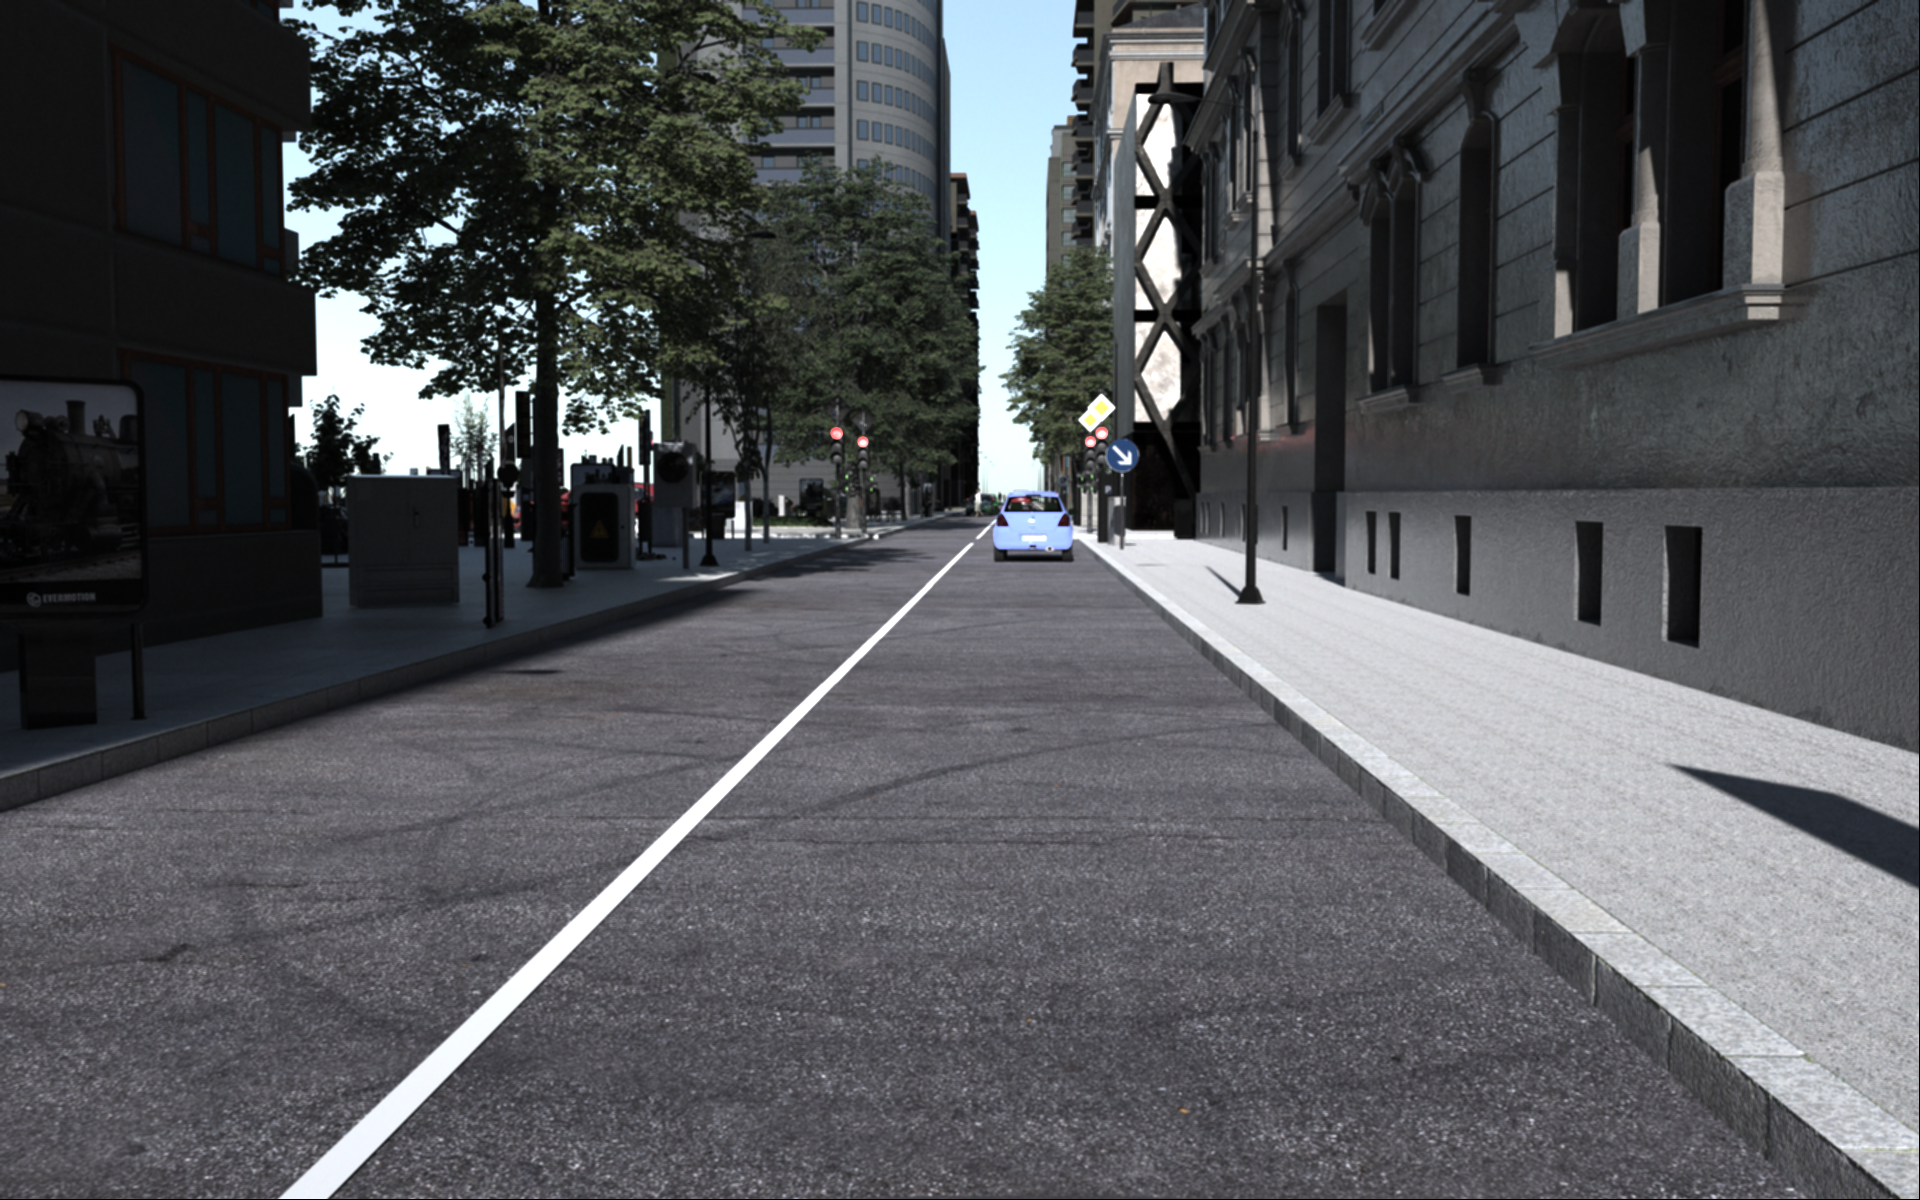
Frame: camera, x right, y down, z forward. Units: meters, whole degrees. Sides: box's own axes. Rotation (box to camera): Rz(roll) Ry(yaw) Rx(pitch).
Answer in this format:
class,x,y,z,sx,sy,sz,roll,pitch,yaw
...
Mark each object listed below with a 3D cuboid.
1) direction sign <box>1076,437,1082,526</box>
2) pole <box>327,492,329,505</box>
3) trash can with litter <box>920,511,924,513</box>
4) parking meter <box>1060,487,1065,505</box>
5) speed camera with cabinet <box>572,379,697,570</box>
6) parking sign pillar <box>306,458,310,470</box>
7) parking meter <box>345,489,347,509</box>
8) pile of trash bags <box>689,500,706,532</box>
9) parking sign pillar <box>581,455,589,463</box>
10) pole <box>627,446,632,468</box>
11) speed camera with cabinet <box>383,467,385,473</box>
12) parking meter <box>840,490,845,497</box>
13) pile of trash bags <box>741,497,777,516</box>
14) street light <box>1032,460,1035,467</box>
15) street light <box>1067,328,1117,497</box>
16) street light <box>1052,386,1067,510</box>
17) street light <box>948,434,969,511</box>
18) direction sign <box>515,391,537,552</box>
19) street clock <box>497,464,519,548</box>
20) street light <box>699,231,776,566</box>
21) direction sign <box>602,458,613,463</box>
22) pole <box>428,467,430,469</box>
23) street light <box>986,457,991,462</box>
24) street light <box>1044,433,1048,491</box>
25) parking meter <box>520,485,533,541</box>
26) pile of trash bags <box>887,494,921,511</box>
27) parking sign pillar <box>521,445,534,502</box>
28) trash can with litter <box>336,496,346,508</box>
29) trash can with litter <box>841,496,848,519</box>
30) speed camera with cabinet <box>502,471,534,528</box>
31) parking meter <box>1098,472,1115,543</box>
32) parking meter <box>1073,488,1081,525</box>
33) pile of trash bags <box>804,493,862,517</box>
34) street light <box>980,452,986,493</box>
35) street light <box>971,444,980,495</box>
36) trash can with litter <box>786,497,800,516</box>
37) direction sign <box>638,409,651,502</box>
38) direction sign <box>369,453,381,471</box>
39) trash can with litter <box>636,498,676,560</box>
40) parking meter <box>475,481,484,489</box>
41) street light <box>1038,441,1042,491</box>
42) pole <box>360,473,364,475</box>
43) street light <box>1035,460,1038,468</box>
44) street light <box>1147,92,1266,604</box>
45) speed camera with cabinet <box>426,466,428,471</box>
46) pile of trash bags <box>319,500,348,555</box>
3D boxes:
class,x,y,z,sx,sy,sz,roll,pitch,yaw
direction sign,4.858,-4.729,69.311,0.379,3.537,0.876,0,4,5
pole,-39.182,-6.930,107.148,0.158,3.312,0.155,0,3,0
trash can with litter,-3.084,-6.552,118.177,2.233,1.210,1.678,-2,4,-24
parking meter,6.782,-6.601,113.629,0.399,1.863,0.255,-2,4,-31
speed camera with cabinet,-5.553,-2.154,29.560,2.038,3.252,0.660,0,4,-1
parking sign pillar,-43.800,-7.865,117.062,1.447,3.967,1.447,0,4,-8
parking meter,-47.103,-7.801,133.250,0.255,1.863,0.399,3,5,44
pile of trash bags,-10.516,-3.315,63.956,3.447,1.369,1.912,3,4,37
parking sign pillar,-25.258,-7.973,118.824,1.447,3.967,1.447,-2,4,-29
pole,-14.146,-4.916,74.213,0.158,3.312,0.155,0,3,0
speed camera with cabinet,-40.798,-7.777,121.496,0.660,3.252,2.038,2,4,30
parking meter,-6.331,-5.153,92.667,0.372,1.533,0.369,0,3,0
pile of trash bags,-12.478,-5.576,100.919,3.447,1.369,1.912,-2,4,-33
street light,9.592,-14.408,208.117,1.470,5.913,1.316,0,4,2
street light,3.825,-4.647,48.519,1.470,5.913,1.316,0,4,2
street light,4.782,-6.217,74.197,1.470,5.913,1.316,0,4,2
street light,-0.225,-9.837,133.378,1.470,5.913,1.316,0,4,2
direction sign,-9.405,-2.832,38.302,0.876,3.537,0.379,-3,5,-43
street clock,-10.751,-2.243,41.245,0.358,2.002,0.471,3,5,43
street light,-3.951,-3.564,30.810,1.470,5.913,1.316,0,4,2
direction sign,-21.911,-7.081,107.775,0.876,3.537,0.379,2,4,29
pole,-39.424,-8.246,128.662,0.158,3.312,0.155,0,3,0
street light,2.758,-14.927,216.598,1.470,5.913,1.316,0,4,2
street light,5.768,-7.973,102.892,1.470,5.913,1.316,0,4,2
parking meter,-11.829,-2.381,47.345,0.372,1.533,0.369,0,3,0
pile of trash bags,-3.911,-7.310,129.272,3.447,1.369,1.912,2,4,30
parking sign pillar,-22.727,-6.320,91.796,1.447,3.967,1.447,3,5,44
trash can with litter,-28.764,-4.215,79.979,2.233,1.210,1.678,2,4,29
trash can with litter,-5.836,-4.769,89.366,0.624,1.170,1.055,-2,4,-35
speed camera with cabinet,-16.413,-4.318,64.938,2.038,3.252,0.660,0,4,-7
parking meter,3.860,-2.448,45.742,0.399,1.863,0.255,-2,4,-24
parking meter,4.824,-3.829,71.016,0.372,1.533,0.369,0,3,0
pile of trash bags,-7.170,-5.398,98.007,3.447,1.369,1.912,0,4,4
street light,1.848,-13.340,190.649,1.470,5.913,1.316,0,4,2
street light,0.862,-11.573,161.751,1.470,5.913,1.316,0,4,2
trash can with litter,-8.541,-4.680,87.907,1.055,1.170,0.624,-1,4,-19
direction sign,-8.478,-3.340,46.605,0.379,3.537,0.876,-2,4,-29
direction sign,-32.339,-6.310,95.165,0.876,3.537,0.379,-2,4,-24
trash can with litter,-6.394,-1.394,33.844,1.678,1.210,2.233,1,4,10
parking meter,-21.574,-4.416,77.911,0.399,1.863,0.255,1,4,17
street light,6.845,-9.696,131.075,1.470,5.913,1.316,0,4,2
pole,-29.562,-5.616,85.660,0.158,3.312,0.155,0,3,0
street light,7.540,-10.962,151.776,1.470,5.913,1.316,0,4,2
street light,2.869,-2.914,20.178,1.470,5.913,1.316,0,4,2
speed camera with cabinet,-37.460,-7.757,121.158,0.660,3.252,2.038,1,4,13
pile of trash bags,-13.971,-1.658,36.865,1.912,1.369,3.447,3,5,40
